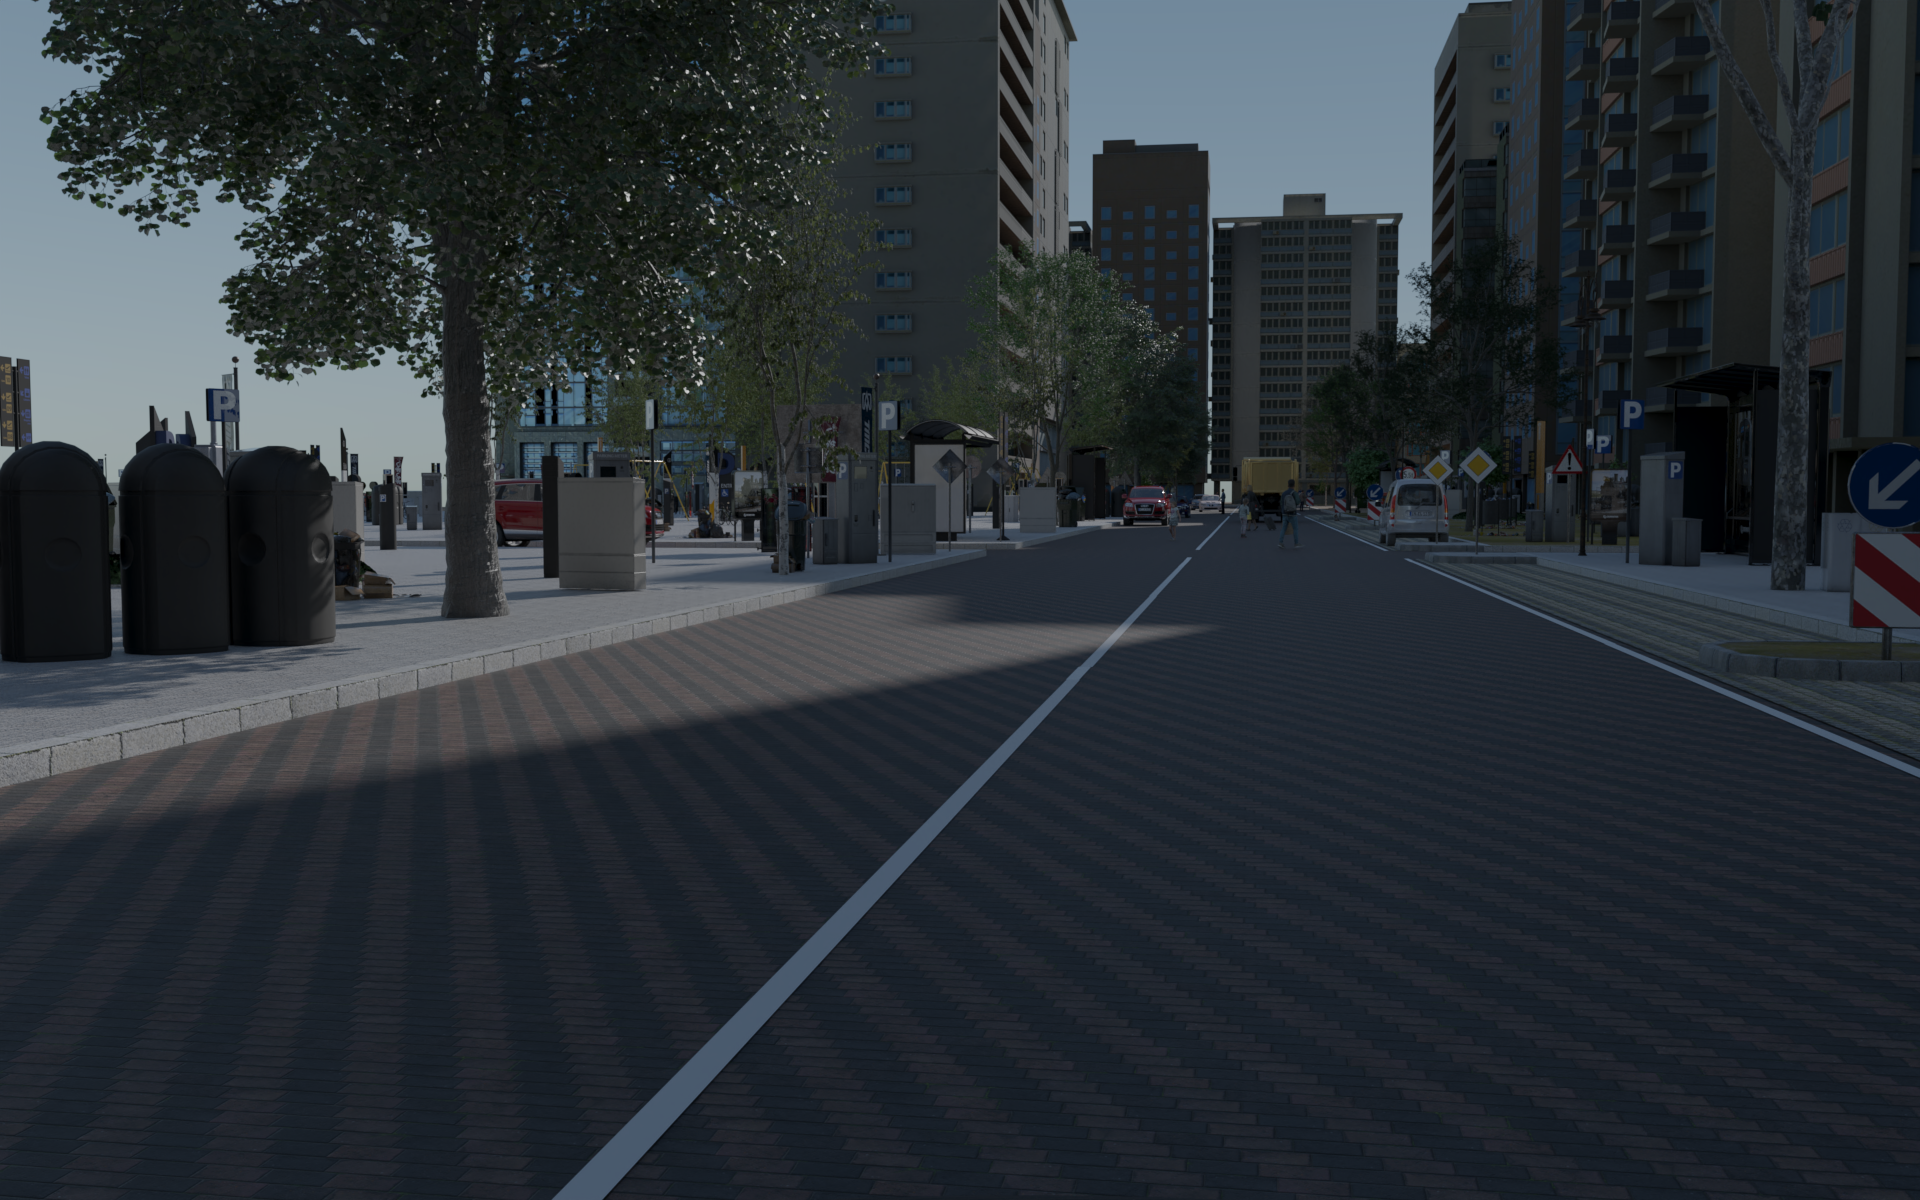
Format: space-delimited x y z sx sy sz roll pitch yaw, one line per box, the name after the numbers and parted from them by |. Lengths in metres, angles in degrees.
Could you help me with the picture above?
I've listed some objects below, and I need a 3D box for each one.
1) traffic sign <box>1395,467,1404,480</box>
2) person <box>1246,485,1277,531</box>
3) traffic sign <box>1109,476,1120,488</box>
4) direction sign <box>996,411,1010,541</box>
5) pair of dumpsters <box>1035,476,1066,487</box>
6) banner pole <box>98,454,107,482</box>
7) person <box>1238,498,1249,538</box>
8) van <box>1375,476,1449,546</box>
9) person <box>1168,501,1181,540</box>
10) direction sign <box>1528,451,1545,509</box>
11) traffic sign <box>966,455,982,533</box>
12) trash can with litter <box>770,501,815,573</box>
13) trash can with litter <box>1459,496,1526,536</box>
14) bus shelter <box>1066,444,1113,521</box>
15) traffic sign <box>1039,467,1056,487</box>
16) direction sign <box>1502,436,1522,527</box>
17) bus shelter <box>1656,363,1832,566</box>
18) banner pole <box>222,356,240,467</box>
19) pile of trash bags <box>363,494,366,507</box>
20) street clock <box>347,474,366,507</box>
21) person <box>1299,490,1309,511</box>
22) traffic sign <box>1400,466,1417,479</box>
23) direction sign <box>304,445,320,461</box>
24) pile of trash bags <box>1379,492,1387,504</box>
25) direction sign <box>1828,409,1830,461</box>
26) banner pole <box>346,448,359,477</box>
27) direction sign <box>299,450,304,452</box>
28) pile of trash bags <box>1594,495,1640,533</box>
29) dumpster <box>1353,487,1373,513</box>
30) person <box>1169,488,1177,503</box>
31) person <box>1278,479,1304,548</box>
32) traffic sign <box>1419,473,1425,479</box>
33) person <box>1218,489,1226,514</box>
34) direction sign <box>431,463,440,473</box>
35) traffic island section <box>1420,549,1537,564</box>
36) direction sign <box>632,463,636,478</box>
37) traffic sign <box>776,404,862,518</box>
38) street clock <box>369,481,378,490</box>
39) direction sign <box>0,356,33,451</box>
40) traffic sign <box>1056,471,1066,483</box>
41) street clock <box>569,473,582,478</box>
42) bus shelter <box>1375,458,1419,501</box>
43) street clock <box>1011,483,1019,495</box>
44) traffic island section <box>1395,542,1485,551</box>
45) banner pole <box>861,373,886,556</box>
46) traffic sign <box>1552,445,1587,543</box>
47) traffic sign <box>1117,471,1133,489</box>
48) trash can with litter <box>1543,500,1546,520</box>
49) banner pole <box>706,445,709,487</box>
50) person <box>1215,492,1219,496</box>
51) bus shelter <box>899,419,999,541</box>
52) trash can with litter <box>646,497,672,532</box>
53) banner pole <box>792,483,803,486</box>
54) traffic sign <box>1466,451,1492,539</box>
20.768 -4.955 81.127 0.768 2.556 0.104 1 4 15 | traffic sign
11.778 -3.638 68.196 1.509 1.804 0.699 -1 4 -19 | person
10.706 -7.333 120.003 0.768 2.556 0.104 1 4 12 | traffic sign
1.196 -3.417 47.868 0.379 3.537 0.876 1 4 17 | direction sign
4.704 -5.358 90.099 1.574 2.255 4.437 1 4 10 | pair of dumpsters
-53.307 -7.203 107.786 0.401 3.779 0.863 1 4 19 | banner pole
9.355 -2.705 57.006 0.425 1.301 0.394 2 4 31 | person
12.719 -2.546 48.640 2.013 2.044 4.112 1 4 9 | van
6.697 -2.459 53.719 0.382 1.210 0.505 -3 4 -39 | person
30.066 -6.018 90.398 0.379 3.537 0.876 -3 5 -44 | direction sign
0.329 -3.479 56.987 0.768 2.556 0.104 1 4 19 | traffic sign
-2.778 -1.050 28.560 0.624 1.170 1.055 0 4 6 | trash can with litter
16.618 -2.567 53.027 2.233 1.210 1.678 2 4 30 | trash can with litter
6.405 -5.740 85.136 1.731 3.624 6.357 1 4 10 | bus shelter
4.143 -5.009 81.908 0.884 2.594 0.081 1 4 17 | traffic sign
21.479 -4.615 67.446 0.379 3.537 0.876 -2 4 -35 | direction sign
15.178 -2.606 33.894 1.731 3.624 6.357 1 4 10 | bus shelter
-13.309 -2.549 31.698 0.401 3.779 0.863 -3 5 -44 | banner pole
-35.773 -5.586 101.089 1.912 1.369 3.447 3 4 38 | pile of trash bags
-22.042 -3.576 63.040 0.471 2.002 0.358 1 4 8 | street clock
28.338 -8.170 142.610 0.750 1.759 0.617 -1 4 -14 | person
20.670 -4.881 79.910 0.768 2.556 0.104 1 4 13 | traffic sign
-29.606 -5.359 79.611 0.379 3.537 0.876 0 4 7 | direction sign
23.240 -5.130 93.620 1.912 1.369 3.447 1 4 22 | pile of trash bags
23.189 -3.326 46.379 0.379 3.537 0.876 1 4 22 | direction sign
-32.996 -6.358 93.972 0.863 3.779 0.401 -3 5 -44 | banner pole
-33.567 -5.952 89.312 0.876 3.537 0.379 -2 4 -23 | direction sign
21.846 -2.810 55.698 1.912 1.369 3.447 -3 5 -42 | pile of trash bags
26.969 -6.904 115.378 1.502 2.255 1.985 1 4 10 | dumpster
12.402 -5.672 101.417 0.728 1.800 0.709 -2 4 -33 | person
8.663 -2.268 45.568 0.713 1.824 0.794 -2 4 -25 | person
26.654 -6.094 99.636 0.884 2.594 0.081 1 4 18 | traffic sign
18.727 -7.035 123.513 0.705 1.826 1.348 2 4 26 | person
-37.939 -8.160 125.420 0.379 3.537 0.876 2 4 27 | direction sign
10.983 -0.886 36.761 2.009 0.180 2.903 1 4 9 | traffic island section
-23.644 -8.177 125.687 0.379 3.537 0.876 -2 4 -26 | direction sign
-3.125 -2.784 39.390 2.265 3.308 0.079 1 4 17 | traffic sign
-33.389 -5.756 98.681 0.471 2.002 0.358 1 4 21 | street clock
-15.697 -2.254 28.843 0.379 3.537 0.876 0 4 2 | direction sign
5.615 -5.964 97.614 0.768 2.556 0.104 1 4 15 | traffic sign
-12.958 -3.297 58.471 0.358 2.002 0.471 2 4 26 | street clock
24.939 -6.423 98.946 2.014 3.302 5.546 1 4 10 | bus shelter
3.727 -6.890 117.215 0.471 2.002 0.358 -3 4 -37 | street clock
12.304 -1.367 44.636 2.009 0.180 2.903 1 4 9 | traffic island section
-1.841 -2.803 35.838 0.401 3.779 0.863 2 4 27 | banner pole
15.976 -2.780 45.451 0.884 2.594 0.081 1 4 15 | traffic sign
9.270 -5.960 97.444 0.884 2.594 0.081 1 4 16 | traffic sign
29.071 -4.564 86.003 0.624 1.170 1.055 -2 4 -29 | trash can with litter
-11.181 -5.342 77.358 0.401 3.779 0.863 1 4 15 | banner pole
28.963 -11.361 195.176 0.541 1.710 0.530 1 4 11 | person
-0.195 -3.403 49.561 2.014 3.302 5.546 1 4 10 | bus shelter
-10.338 -2.915 59.054 0.624 1.170 1.055 2 4 25 | trash can with litter
-8.907 -6.365 94.088 0.863 3.779 0.401 1 4 21 | banner pole
14.919 -3.045 49.890 0.768 2.556 0.104 1 4 16 | traffic sign
